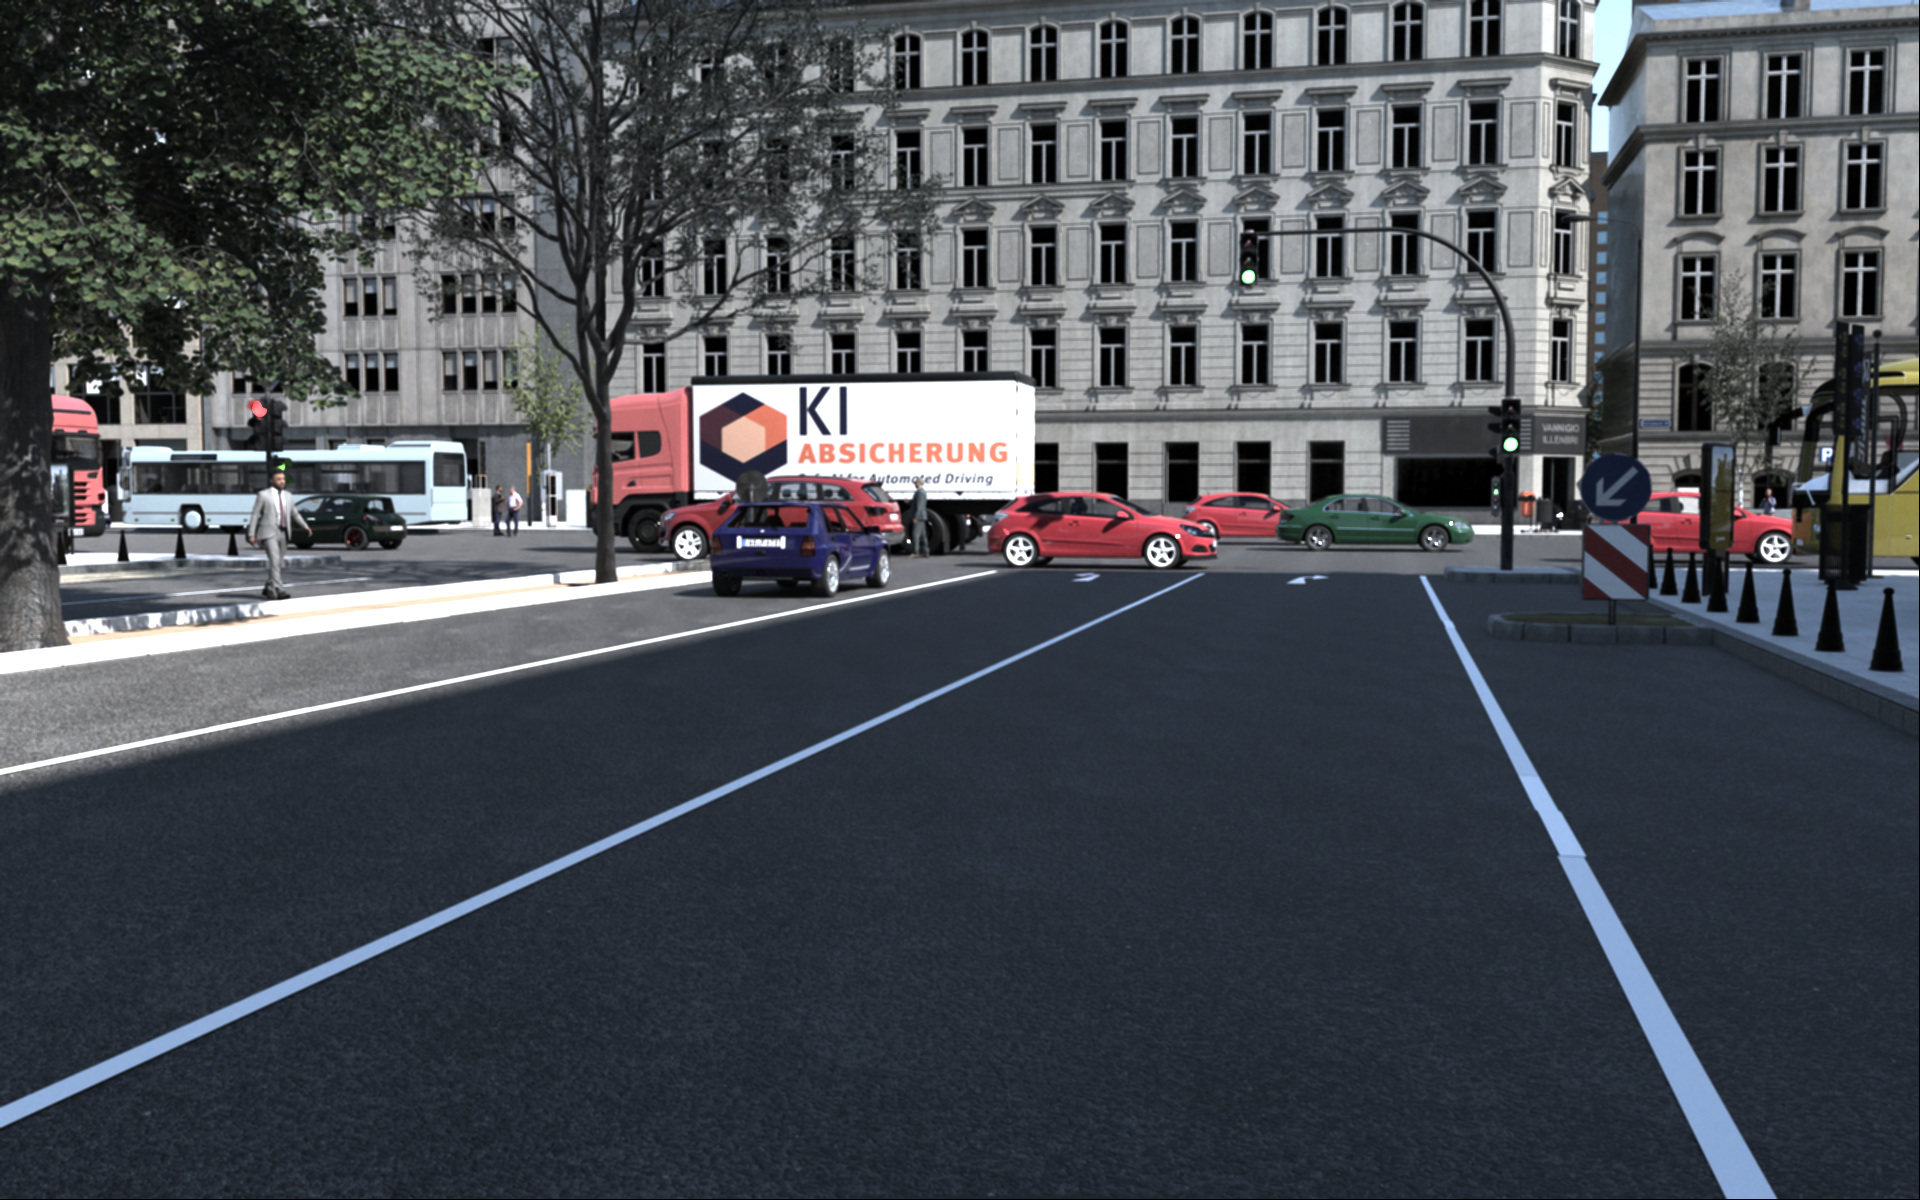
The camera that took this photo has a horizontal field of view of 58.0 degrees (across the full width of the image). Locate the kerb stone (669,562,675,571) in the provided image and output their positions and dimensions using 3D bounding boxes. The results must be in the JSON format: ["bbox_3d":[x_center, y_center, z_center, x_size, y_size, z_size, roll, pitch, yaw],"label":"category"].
[{"bbox_3d":[-5.339,-0.623,32.383,0.120,0.150,1.000,1,4,14],"label":"kerb stone"}]

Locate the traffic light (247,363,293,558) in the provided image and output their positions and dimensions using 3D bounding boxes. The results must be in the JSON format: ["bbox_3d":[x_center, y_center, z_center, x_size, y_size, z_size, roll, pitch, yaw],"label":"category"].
[{"bbox_3d":[-13.839,-2.801,34.714,0.839,4.253,0.868,1,4,14],"label":"traffic light"}]

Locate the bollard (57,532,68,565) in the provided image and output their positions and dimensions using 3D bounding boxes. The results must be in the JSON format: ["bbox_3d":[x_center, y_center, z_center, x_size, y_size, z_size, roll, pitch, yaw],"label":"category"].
[{"bbox_3d":[-16.251,-0.932,31.283,0.229,0.601,0.229,0,3,0],"label":"bollard"}]

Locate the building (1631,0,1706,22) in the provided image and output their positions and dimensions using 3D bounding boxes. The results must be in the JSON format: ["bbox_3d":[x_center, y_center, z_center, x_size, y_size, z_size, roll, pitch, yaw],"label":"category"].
[{"bbox_3d":[59.619,-29.555,133.341,14.600,45.320,14.200,1,4,14],"label":"building"}]

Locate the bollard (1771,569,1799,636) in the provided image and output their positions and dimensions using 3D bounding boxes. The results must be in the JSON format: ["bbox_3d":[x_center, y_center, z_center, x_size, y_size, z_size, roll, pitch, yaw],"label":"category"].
[{"bbox_3d":[7.504,0.019,15.732,0.229,0.601,0.229,0,3,0],"label":"bollard"}]

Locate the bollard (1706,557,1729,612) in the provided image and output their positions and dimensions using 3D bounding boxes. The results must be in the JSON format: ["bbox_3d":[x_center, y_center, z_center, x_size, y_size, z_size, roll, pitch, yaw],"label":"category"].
[{"bbox_3d":[8.266,-0.174,18.884,0.229,0.601,0.229,0,3,0],"label":"bollard"}]

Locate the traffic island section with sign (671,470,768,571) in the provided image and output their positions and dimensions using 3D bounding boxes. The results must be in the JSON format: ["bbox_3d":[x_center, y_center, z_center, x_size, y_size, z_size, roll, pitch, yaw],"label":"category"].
[{"bbox_3d":[-4.149,-1.506,32.757,2.006,1.907,1.989,1,4,14],"label":"traffic island section with sign"}]

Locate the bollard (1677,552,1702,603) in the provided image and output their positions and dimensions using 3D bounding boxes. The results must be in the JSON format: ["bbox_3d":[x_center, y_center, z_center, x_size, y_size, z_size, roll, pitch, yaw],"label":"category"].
[{"bbox_3d":[8.651,-0.271,20.474,0.229,0.601,0.229,0,3,0],"label":"bollard"}]

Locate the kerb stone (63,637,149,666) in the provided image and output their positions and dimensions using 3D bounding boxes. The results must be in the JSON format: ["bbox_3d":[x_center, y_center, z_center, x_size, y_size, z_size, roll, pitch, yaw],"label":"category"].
[{"bbox_3d":[-7.401,0.445,14.914,0.120,0.150,1.000,1,4,14],"label":"kerb stone"}]

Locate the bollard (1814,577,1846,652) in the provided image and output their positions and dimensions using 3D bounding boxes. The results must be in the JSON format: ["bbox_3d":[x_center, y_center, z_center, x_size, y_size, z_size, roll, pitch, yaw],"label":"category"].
[{"bbox_3d":[7.125,0.115,14.167,0.229,0.601,0.229,0,3,0],"label":"bollard"}]

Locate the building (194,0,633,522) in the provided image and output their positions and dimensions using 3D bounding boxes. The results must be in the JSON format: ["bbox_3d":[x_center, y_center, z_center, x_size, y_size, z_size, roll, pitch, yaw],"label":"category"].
[{"bbox_3d":[-25.389,-16.422,86.522,19.932,24.808,12.078,1,4,14],"label":"building"}]

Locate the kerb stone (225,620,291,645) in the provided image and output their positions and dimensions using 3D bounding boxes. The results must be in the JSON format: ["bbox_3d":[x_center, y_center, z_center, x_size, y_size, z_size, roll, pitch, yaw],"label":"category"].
[{"bbox_3d":[-6.916,0.327,16.912,0.120,0.150,1.000,1,4,14],"label":"kerb stone"}]

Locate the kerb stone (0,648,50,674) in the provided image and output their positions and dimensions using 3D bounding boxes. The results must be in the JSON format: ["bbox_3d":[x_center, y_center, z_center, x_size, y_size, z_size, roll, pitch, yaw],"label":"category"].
[{"bbox_3d":[-7.642,0.507,13.911,0.120,0.150,1.000,1,4,14],"label":"kerb stone"}]

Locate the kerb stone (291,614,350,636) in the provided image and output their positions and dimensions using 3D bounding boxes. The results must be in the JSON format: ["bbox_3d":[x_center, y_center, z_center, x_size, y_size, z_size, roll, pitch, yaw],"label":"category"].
[{"bbox_3d":[-6.678,0.262,17.913,0.120,0.150,1.000,1,4,14],"label":"kerb stone"}]

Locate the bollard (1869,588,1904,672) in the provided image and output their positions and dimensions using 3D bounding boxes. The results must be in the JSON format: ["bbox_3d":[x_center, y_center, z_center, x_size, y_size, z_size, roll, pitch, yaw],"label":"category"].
[{"bbox_3d":[6.750,0.210,12.601,0.229,0.601,0.229,0,3,0],"label":"bollard"}]

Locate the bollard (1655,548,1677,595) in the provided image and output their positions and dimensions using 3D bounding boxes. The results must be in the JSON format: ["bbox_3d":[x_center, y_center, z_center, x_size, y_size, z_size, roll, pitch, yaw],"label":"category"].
[{"bbox_3d":[9.031,-0.368,22.050,0.229,0.601,0.229,0,3,0],"label":"bollard"}]

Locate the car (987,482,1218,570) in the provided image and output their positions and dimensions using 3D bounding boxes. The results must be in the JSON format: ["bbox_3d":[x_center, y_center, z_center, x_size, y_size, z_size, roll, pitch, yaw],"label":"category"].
[{"bbox_3d":[2.782,-1.515,33.818,4.494,1.783,2.155,1,4,15],"label":"car"}]

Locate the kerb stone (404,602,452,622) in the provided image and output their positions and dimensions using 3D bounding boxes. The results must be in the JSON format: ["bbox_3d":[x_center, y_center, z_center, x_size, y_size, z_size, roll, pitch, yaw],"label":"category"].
[{"bbox_3d":[-6.184,0.142,19.917,0.120,0.150,1.000,1,4,14],"label":"kerb stone"}]

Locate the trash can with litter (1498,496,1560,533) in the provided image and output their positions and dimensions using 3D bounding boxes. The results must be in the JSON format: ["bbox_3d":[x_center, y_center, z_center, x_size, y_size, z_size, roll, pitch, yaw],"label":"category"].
[{"bbox_3d":[18.955,-2.837,57.437,2.233,1.210,1.678,0,4,3],"label":"trash can with litter"}]

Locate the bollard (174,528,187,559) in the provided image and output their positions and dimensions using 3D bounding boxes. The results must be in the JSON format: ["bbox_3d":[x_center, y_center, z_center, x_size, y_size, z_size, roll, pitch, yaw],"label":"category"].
[{"bbox_3d":[-15.498,-1.124,34.416,0.229,0.601,0.229,0,3,0],"label":"bollard"}]

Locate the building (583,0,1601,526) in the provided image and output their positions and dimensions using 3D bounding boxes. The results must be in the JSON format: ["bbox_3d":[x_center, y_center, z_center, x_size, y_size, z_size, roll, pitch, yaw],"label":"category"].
[{"bbox_3d":[6.435,-18.666,81.603,44.131,29.872,17.030,1,4,14],"label":"building"}]

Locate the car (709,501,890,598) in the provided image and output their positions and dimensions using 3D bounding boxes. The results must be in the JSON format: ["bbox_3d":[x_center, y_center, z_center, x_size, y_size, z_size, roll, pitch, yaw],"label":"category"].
[{"bbox_3d":[-2.258,-0.788,25.463,1.945,1.354,3.894,1,4,14],"label":"car"}]

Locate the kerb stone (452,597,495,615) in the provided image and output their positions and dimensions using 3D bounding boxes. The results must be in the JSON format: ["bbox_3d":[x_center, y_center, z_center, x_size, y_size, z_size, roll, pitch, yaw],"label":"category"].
[{"bbox_3d":[-5.949,0.084,20.923,0.120,0.150,1.000,1,4,14],"label":"kerb stone"}]

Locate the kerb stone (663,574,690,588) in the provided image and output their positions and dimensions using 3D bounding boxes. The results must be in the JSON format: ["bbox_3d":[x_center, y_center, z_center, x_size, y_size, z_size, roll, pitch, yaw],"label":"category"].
[{"bbox_3d":[-4.487,-0.290,26.930,0.120,0.150,1.000,1,4,14],"label":"kerb stone"}]

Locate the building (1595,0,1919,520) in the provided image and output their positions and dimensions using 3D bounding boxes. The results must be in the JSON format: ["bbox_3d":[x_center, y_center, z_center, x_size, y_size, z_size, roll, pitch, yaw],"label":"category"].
[{"bbox_3d":[45.032,-15.380,70.549,34.723,24.649,14.460,1,4,14],"label":"building"}]

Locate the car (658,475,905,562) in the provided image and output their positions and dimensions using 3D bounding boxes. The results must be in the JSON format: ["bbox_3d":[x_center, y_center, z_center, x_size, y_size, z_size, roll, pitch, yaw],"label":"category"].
[{"bbox_3d":[-3.814,-1.708,36.597,5.304,1.827,2.281,1,4,15],"label":"car"}]

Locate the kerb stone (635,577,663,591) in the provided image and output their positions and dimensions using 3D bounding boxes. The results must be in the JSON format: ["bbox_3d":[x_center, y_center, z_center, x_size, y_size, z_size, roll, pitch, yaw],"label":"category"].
[{"bbox_3d":[-4.738,-0.229,25.936,0.120,0.150,1.000,1,4,14],"label":"kerb stone"}]

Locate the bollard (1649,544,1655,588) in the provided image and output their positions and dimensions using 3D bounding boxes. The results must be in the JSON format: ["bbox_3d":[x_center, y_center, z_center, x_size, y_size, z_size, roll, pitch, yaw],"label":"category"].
[{"bbox_3d":[9.408,-0.463,23.616,0.229,0.601,0.229,0,3,0],"label":"bollard"}]

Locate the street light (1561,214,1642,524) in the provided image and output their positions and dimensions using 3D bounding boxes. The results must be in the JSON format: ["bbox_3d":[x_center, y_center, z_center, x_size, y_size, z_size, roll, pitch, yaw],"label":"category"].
[{"bbox_3d":[10.679,-3.442,28.814,1.470,5.913,1.316,1,4,14],"label":"street light"}]

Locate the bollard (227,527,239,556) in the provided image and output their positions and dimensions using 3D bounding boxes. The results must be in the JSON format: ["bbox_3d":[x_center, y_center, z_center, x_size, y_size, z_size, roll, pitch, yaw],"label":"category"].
[{"bbox_3d":[-15.116,-1.220,35.989,0.229,0.601,0.229,0,3,0],"label":"bollard"}]

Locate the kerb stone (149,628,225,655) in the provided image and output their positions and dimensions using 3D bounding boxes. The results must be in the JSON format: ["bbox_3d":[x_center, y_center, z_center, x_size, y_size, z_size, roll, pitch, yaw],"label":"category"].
[{"bbox_3d":[-7.157,0.388,15.915,0.120,0.150,1.000,1,4,14],"label":"kerb stone"}]

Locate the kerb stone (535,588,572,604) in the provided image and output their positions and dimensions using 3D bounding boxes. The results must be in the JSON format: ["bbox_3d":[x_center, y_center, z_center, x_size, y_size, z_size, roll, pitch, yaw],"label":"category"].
[{"bbox_3d":[-5.459,-0.045,22.926,0.120,0.150,1.000,1,4,14],"label":"kerb stone"}]

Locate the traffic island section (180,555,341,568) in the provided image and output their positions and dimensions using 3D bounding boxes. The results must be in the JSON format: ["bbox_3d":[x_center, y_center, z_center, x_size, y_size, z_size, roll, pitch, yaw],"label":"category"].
[{"bbox_3d":[-13.875,-0.769,34.857,2.009,0.180,2.903,1,4,14],"label":"traffic island section"}]

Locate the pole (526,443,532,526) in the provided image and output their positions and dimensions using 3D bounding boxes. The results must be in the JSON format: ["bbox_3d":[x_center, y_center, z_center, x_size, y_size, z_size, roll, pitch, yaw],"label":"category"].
[{"bbox_3d":[-17.133,-4.589,68.868,0.158,3.312,0.155,0,3,0],"label":"pole"}]

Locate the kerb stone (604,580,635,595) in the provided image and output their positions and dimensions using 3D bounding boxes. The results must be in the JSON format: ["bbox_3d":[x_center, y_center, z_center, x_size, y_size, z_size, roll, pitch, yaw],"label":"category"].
[{"bbox_3d":[-4.979,-0.167,24.927,0.120,0.150,1.000,1,4,14],"label":"kerb stone"}]

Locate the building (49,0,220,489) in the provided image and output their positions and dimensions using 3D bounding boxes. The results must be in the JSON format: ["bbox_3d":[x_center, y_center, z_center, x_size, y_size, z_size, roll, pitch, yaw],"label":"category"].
[{"bbox_3d":[-50.945,-17.841,96.213,34.151,26.468,19.350,1,4,14],"label":"building"}]

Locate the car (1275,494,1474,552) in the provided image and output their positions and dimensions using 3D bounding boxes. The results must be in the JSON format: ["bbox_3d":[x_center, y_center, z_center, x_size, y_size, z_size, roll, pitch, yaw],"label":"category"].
[{"bbox_3d":[10.483,-1.963,43.891,4.920,1.459,2.131,1,4,12],"label":"car"}]

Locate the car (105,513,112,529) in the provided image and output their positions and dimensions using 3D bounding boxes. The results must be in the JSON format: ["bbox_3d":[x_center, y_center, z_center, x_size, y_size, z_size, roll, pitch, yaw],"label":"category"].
[{"bbox_3d":[-32.173,-2.983,61.354,3.894,1.354,1.945,1,4,14],"label":"car"}]

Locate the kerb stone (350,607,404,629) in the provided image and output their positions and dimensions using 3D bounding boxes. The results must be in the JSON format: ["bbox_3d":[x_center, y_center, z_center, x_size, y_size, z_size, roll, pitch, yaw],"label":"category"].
[{"bbox_3d":[-6.435,0.203,18.918,0.120,0.150,1.000,1,4,14],"label":"kerb stone"}]

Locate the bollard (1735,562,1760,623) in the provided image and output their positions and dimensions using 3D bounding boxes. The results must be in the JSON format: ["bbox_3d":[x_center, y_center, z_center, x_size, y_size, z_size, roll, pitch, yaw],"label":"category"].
[{"bbox_3d":[7.886,-0.078,17.319,0.229,0.601,0.229,0,3,0],"label":"bollard"}]

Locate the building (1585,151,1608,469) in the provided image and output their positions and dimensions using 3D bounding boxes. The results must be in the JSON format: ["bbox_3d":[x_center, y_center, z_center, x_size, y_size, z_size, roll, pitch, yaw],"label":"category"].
[{"bbox_3d":[82.479,-35.187,225.420,14.200,45.320,14.600,1,4,14],"label":"building"}]

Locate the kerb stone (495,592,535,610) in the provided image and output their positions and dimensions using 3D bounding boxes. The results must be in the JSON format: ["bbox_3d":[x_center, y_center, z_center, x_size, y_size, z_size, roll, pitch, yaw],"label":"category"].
[{"bbox_3d":[-5.703,0.017,21.924,0.120,0.150,1.000,1,4,14],"label":"kerb stone"}]

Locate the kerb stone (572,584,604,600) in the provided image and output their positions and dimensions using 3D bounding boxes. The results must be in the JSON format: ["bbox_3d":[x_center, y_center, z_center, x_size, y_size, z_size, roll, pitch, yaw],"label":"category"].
[{"bbox_3d":[-5.227,-0.106,23.931,0.120,0.150,1.000,1,4,14],"label":"kerb stone"}]

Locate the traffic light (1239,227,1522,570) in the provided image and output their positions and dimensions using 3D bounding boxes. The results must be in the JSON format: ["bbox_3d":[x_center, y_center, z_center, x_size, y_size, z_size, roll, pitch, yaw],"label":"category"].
[{"bbox_3d":[7.161,-3.355,29.529,4.771,5.953,1.251,1,4,14],"label":"traffic light"}]

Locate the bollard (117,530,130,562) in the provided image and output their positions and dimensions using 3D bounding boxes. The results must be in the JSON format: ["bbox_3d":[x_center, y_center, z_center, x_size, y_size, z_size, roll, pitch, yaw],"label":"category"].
[{"bbox_3d":[-15.877,-1.028,32.851,0.229,0.601,0.229,0,3,0],"label":"bollard"}]

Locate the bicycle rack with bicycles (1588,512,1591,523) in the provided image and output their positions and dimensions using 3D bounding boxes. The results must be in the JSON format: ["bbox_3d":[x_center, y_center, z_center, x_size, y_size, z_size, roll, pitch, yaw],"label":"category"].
[{"bbox_3d":[24.922,-3.269,66.827,2.852,0.926,2.925,-1,4,-10],"label":"bicycle rack with bicycles"}]

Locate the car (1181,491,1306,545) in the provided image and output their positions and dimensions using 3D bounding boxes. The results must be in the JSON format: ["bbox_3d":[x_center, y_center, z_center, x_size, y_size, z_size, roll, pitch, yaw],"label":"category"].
[{"bbox_3d":[8.553,-2.483,49.635,4.494,1.783,2.155,1,4,13],"label":"car"}]

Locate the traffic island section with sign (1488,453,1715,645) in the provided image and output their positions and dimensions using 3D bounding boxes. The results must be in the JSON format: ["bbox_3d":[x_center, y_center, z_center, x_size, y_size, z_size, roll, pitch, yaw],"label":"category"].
[{"bbox_3d":[6.442,-0.549,17.605,1.989,1.847,2.006,1,4,14],"label":"traffic island section with sign"}]

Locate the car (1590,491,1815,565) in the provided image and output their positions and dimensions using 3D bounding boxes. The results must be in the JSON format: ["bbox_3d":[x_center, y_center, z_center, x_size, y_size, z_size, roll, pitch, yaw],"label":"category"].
[{"bbox_3d":[15.469,-1.660,36.190,4.494,1.783,2.155,1,4,15],"label":"car"}]

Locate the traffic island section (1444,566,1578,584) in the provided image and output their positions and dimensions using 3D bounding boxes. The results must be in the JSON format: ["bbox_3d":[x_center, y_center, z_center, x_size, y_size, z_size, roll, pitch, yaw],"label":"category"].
[{"bbox_3d":[9.252,-0.428,29.283,2.009,0.180,2.903,1,4,14],"label":"traffic island section"}]

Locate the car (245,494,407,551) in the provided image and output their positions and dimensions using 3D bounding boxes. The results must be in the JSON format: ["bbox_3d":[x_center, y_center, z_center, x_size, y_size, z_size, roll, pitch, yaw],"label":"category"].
[{"bbox_3d":[-16.411,-2.147,44.887,4.222,1.686,2.009,1,4,15],"label":"car"}]

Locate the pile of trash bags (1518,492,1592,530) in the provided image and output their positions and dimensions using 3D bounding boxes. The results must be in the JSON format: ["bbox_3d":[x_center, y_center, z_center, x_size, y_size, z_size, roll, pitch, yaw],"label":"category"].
[{"bbox_3d":[21.567,-3.205,62.161,3.447,1.369,1.912,-1,4,-17],"label":"pile of trash bags"}]

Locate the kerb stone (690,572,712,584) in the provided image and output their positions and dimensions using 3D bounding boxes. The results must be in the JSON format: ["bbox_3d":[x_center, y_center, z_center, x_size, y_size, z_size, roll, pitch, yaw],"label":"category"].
[{"bbox_3d":[-4.256,-0.351,27.936,0.120,0.150,1.000,1,4,14],"label":"kerb stone"}]
